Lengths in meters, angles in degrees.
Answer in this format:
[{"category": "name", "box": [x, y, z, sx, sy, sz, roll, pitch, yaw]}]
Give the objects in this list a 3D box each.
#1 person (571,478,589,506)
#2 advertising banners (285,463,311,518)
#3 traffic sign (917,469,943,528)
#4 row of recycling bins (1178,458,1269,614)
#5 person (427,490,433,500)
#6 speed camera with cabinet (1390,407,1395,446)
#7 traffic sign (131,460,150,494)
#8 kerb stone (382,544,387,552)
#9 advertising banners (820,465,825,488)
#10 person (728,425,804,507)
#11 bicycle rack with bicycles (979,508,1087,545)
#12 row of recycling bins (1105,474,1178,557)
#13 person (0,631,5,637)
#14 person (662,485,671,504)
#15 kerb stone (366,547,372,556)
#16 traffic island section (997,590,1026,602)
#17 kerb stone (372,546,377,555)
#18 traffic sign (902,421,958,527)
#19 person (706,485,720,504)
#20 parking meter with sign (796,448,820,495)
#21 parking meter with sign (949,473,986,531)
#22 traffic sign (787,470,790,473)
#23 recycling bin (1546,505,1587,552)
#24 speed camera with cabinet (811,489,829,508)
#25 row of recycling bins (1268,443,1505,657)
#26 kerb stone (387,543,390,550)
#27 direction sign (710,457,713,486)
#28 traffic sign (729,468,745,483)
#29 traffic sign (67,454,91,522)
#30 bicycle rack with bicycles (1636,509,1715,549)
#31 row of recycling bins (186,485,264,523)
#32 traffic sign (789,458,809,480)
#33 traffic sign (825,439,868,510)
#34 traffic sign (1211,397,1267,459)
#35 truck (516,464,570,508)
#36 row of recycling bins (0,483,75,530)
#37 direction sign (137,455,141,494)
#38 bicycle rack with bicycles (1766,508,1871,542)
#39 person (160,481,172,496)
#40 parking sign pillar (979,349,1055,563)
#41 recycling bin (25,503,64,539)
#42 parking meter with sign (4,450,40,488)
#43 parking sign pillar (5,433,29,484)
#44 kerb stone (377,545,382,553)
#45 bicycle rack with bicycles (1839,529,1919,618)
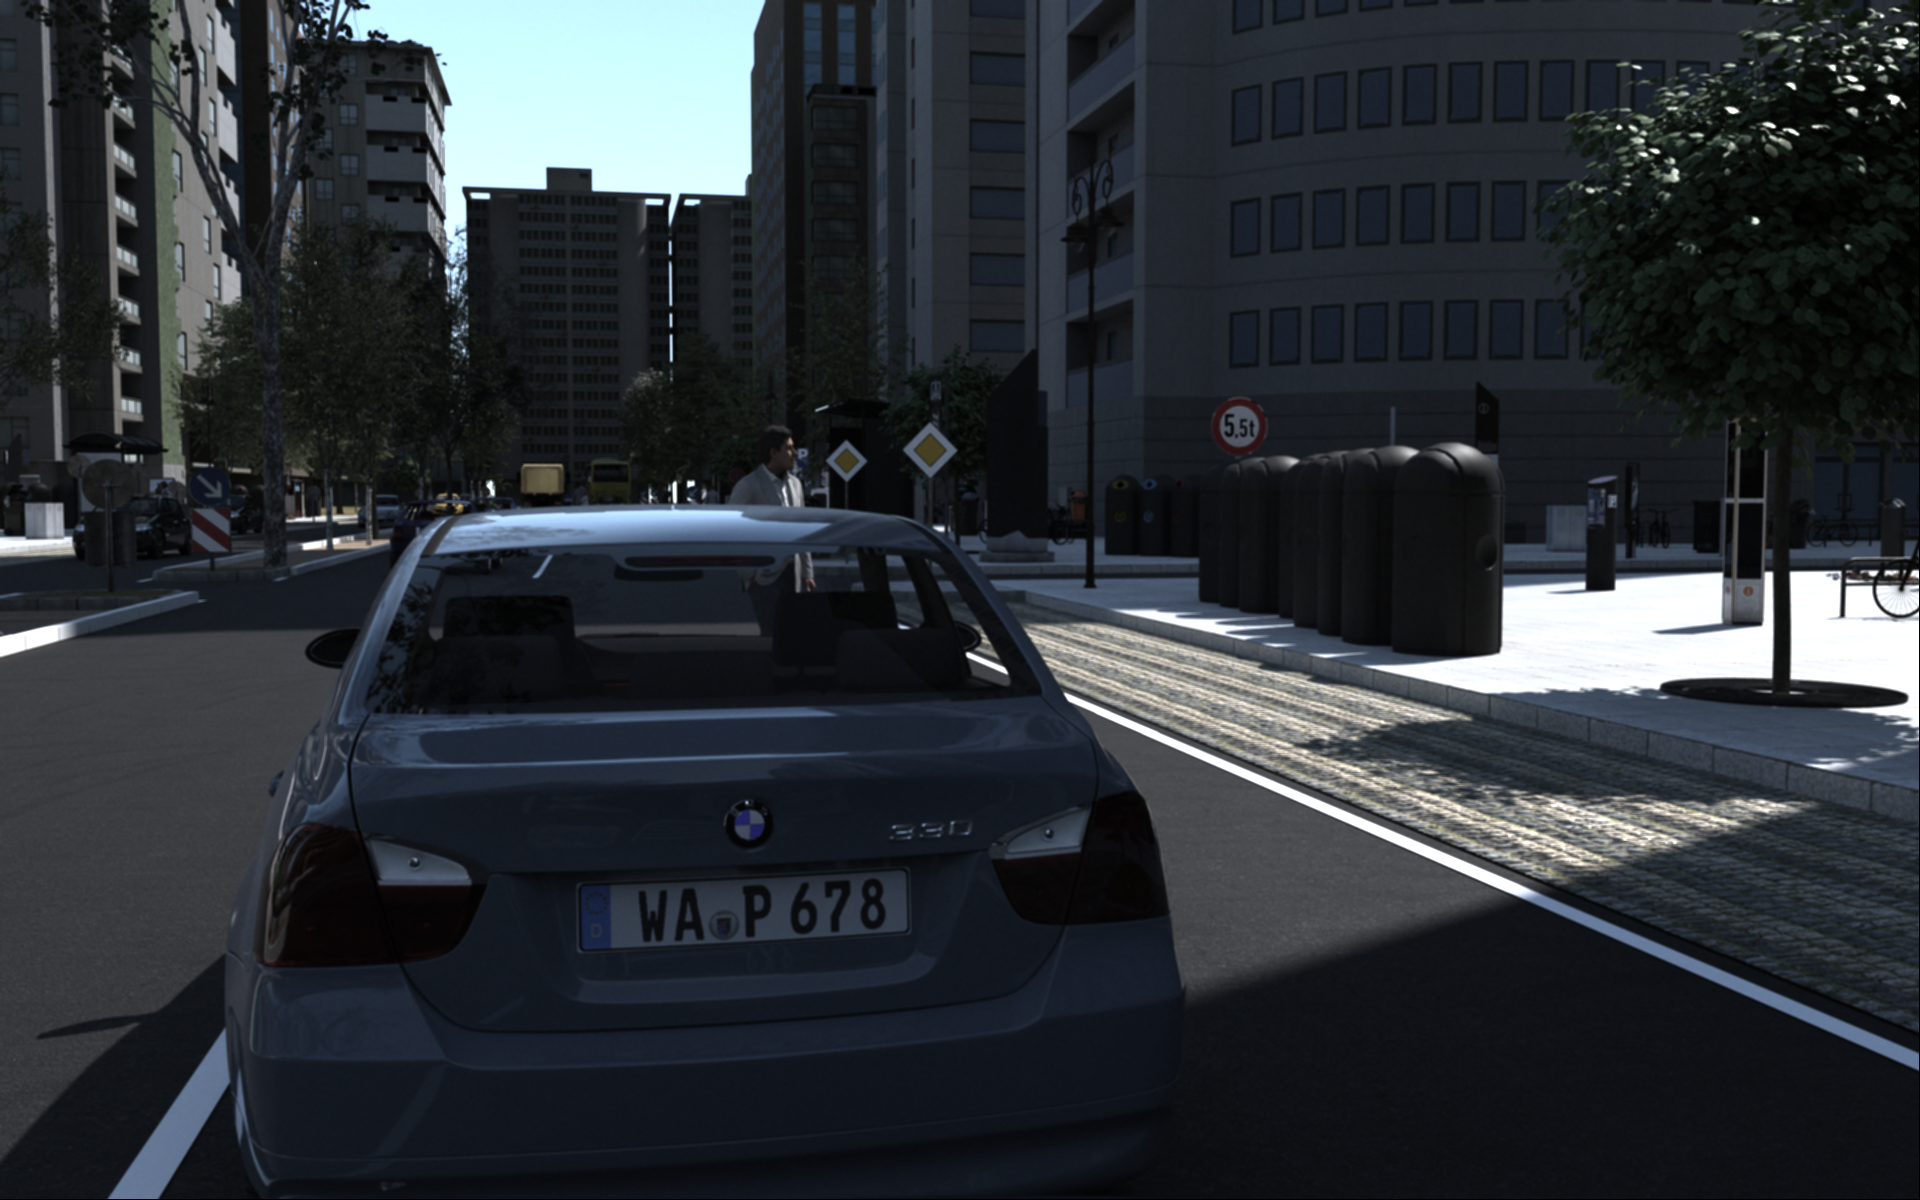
[{"category": "person", "box": [-9.379, -2.099, 42.922, 0.850, 1.850, 0.679, 0, 4, -3]}, {"category": "advertising banners", "box": [-36.245, -6.036, 94.879, 2.074, 3.025, 0.090, 2, 4, 28]}, {"category": "traffic sign", "box": [-0.711, -2.651, 43.342, 0.884, 2.594, 0.081, 0, 4, -7]}, {"category": "row of recycling bins", "box": [3.480, -0.742, 19.239, 1.069, 1.692, 3.534, -1, 4, -9]}, {"category": "person", "box": [-39.798, -7.396, 130.092, 0.621, 1.740, 0.551, -1, 4, -17]}, {"category": "speed camera with cabinet", "box": [10.493, -2.740, 39.142, 2.038, 3.252, 0.660, 2, 4, 31]}, {"category": "traffic sign", "box": [-30.910, -3.983, 65.124, 0.884, 2.594, 0.081, 0, 4, -7]}, {"category": "kerb stone", "box": [-14.384, -1.268, 42.940, 0.120, 0.150, 1.000, -1, 4, -12]}, {"category": "advertising banners", "box": [-8.693, -6.431, 101.329, 2.074, 3.025, 0.090, 1, 4, 14]}, {"category": "person", "box": [-1.199, -0.133, 10.517, 0.795, 1.843, 0.661, 3, 5, 40]}, {"category": "bicycle rack with bicycles", "box": [2.131, -1.915, 44.686, 2.852, 0.926, 2.925, -2, 4, -26]}, {"category": "row of recycling bins", "box": [4.405, -1.744, 35.635, 1.069, 1.692, 3.534, -3, 5, -43]}, {"category": "person", "box": [-9.147, -0.202, 16.067, 0.640, 1.303, 0.475, 1, 4, 11]}, {"category": "person", "box": [-14.772, -4.820, 86.670, 0.648, 1.900, 0.474, 3, 4, 38]}, {"category": "kerb stone", "box": [-13.740, -1.083, 39.935, 0.120, 0.150, 1.000, -1, 4, -12]}, {"category": "traffic island section", "box": [-0.397, -0.111, 24.101, 2.009, 0.180, 2.903, -1, 4, -12]}, {"category": "kerb stone", "box": [-13.956, -1.142, 40.934, 0.120, 0.150, 1.000, -1, 4, -12]}, {"category": "traffic sign", "box": [-0.418, -1.246, 24.019, 0.795, 2.450, 0.064, -1, 4, -12]}, {"category": "person", "box": [-10.503, -3.986, 73.764, 0.635, 1.810, 0.391, 0, 4, 4]}, {"category": "parking meter with sign", "box": [-5.647, -4.276, 66.169, 0.543, 3.016, 1.738, 1, 4, 19]}, {"category": "parking meter with sign", "box": [0.511, -3.871, 59.559, 1.738, 3.016, 0.543, 0, 4, -7]}, {"category": "traffic sign", "box": [-6.310, -3.696, 60.538, 0.768, 2.556, 0.104, 0, 4, -3]}, {"category": "recycling bin", "box": [13.531, -1.597, 38.659, 0.722, 1.027, 0.722, 0, 4, 6]}, {"category": "speed camera with cabinet", "box": [-4.155, -3.940, 58.758, 2.038, 3.252, 0.660, 3, 4, 39]}, {"category": "row of recycling bins", "box": [3.769, -0.503, 15.335, 1.069, 1.692, 3.534, 0, 4, -6]}, {"category": "kerb stone", "box": [-14.595, -1.330, 43.943, 0.120, 0.150, 1.000, -1, 4, -12]}, {"category": "direction sign", "box": [-15.219, -6.974, 106.026, 0.379, 3.537, 0.876, -1, 4, -17]}, {"category": "traffic sign", "box": [-10.727, -5.085, 83.243, 0.768, 2.556, 0.104, 0, 4, -4]}, {"category": "traffic sign", "box": [-28.167, -3.382, 55.401, 0.768, 2.556, 0.104, 0, 4, -2]}, {"category": "bicycle rack with bicycles", "box": [17.295, -1.730, 41.670, 2.852, 0.926, 2.925, 2, 4, 29]}, {"category": "row of recycling bins", "box": [-32.714, -4.301, 77.436, 3.534, 1.692, 1.069, -3, 5, -39]}, {"category": "traffic sign", "box": [-5.798, -3.781, 61.931, 0.768, 2.556, 0.104, 0, 4, -8]}, {"category": "traffic sign", "box": [-2.085, -1.724, 31.829, 0.795, 2.450, 0.064, -1, 4, -12]}, {"category": "traffic sign", "box": [3.664, -1.392, 22.863, 0.768, 2.556, 0.104, -1, 4, -10]}, {"category": "truck", "box": [-26.772, -7.052, 111.224, 3.469, 3.379, 9.791, -1, 4, -13]}, {"category": "row of recycling bins", "box": [-33.904, -3.408, 62.841, 3.534, 1.692, 1.069, -3, 5, -44]}, {"category": "direction sign", "box": [-38.591, -5.470, 81.432, 0.379, 3.537, 0.876, -2, 4, -34]}, {"category": "bicycle rack with bicycles", "box": [20.956, -1.805, 42.894, 2.925, 0.926, 2.852, -2, 4, -28]}, {"category": "person", "box": [-23.431, -2.591, 51.040, 0.419, 1.800, 0.721, -1, 4, -16]}, {"category": "parking sign pillar", "box": [1.081, -2.715, 32.856, 1.447, 3.967, 1.447, -3, 5, -40]}, {"category": "recycling bin", "box": [-26.099, -2.252, 49.372, 0.722, 1.027, 0.722, 1, 4, 16]}, {"category": "parking meter with sign", "box": [-37.213, -4.468, 69.310, 1.738, 3.016, 0.543, -2, 4, -24]}, {"category": "parking sign pillar", "box": [-42.114, -5.436, 77.353, 1.447, 3.967, 1.447, 3, 4, 36]}, {"category": "kerb stone", "box": [-14.175, -1.208, 41.940, 0.120, 0.150, 1.000, -1, 4, -12]}, {"category": "bicycle rack with bicycles", "box": [10.430, -0.237, 17.261, 2.925, 0.926, 2.852, -1, 4, -11]}]
